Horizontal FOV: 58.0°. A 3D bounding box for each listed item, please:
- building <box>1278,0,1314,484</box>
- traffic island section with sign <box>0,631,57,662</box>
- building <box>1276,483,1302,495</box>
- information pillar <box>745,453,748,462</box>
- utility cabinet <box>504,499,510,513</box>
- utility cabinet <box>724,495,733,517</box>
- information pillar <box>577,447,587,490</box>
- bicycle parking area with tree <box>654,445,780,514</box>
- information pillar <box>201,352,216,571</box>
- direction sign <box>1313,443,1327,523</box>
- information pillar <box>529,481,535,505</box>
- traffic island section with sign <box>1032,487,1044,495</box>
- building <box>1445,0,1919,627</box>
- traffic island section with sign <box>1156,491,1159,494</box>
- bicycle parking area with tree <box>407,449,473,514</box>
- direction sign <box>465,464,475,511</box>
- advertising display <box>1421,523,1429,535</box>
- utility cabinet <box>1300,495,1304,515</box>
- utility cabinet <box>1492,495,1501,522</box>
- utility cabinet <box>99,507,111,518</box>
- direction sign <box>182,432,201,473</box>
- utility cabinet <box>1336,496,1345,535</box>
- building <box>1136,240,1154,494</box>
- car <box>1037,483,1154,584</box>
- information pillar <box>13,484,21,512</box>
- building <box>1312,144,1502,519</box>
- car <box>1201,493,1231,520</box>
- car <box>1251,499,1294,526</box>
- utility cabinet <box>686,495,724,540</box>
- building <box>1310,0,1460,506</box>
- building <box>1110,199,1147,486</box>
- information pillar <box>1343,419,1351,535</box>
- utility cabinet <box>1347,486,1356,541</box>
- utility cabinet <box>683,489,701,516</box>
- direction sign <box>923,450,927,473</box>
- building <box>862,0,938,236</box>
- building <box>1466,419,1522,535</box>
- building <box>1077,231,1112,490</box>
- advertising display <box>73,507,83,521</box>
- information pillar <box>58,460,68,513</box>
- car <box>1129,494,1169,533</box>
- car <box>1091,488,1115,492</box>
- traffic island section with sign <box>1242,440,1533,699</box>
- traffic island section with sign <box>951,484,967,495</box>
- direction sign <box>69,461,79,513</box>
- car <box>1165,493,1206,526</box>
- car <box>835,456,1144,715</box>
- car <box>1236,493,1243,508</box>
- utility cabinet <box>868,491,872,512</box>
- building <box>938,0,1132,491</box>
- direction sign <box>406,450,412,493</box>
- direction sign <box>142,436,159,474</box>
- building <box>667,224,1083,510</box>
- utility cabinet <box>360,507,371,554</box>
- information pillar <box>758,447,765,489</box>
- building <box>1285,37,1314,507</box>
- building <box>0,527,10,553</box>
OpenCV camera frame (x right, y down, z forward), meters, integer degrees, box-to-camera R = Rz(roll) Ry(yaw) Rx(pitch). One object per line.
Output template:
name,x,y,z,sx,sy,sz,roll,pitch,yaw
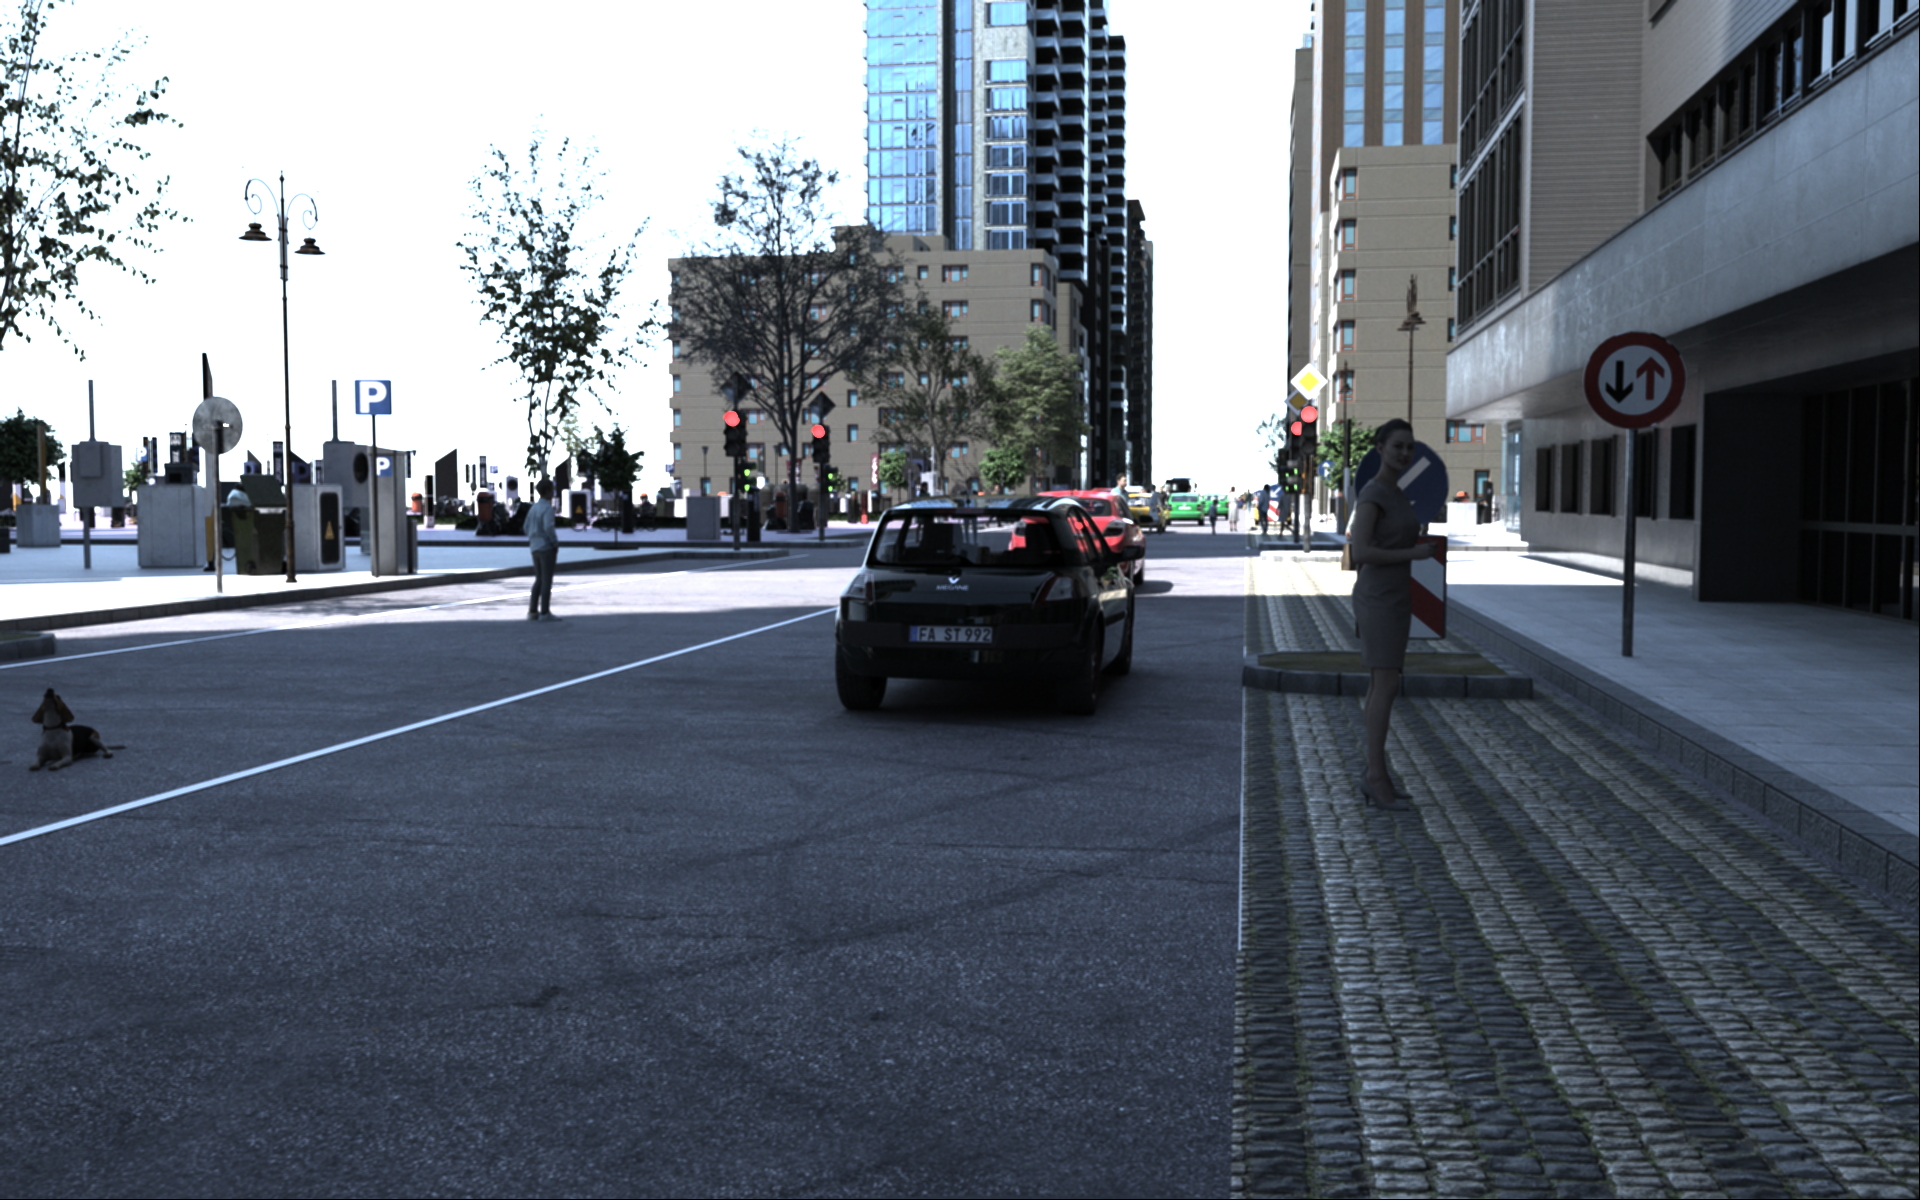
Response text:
building,54.877,-56.332,233.702,22.319,86.520,31.000,1,4,9
traffic island section with sign,-9.147,-0.398,15.127,1.989,1.847,2.006,1,4,9
building,64.330,-34.838,261.485,32.217,40.220,23.993,1,4,9
information pillar,-12.119,-6.545,98.360,0.183,3.616,0.504,0,4,-3
utility cabinet,-29.500,-6.368,112.798,0.318,1.500,1.173,-1,4,-18
utility cabinet,-12.441,-5.052,93.761,1.020,1.237,0.306,0,4,-7
information pillar,-18.934,-5.841,86.850,0.504,3.616,0.183,1,4,16
bicycle parking area with tree,-13.188,-7.103,103.130,8.231,4.147,9.016,3,5,42
information pillar,-12.499,-2.293,28.853,0.183,3.616,0.504,-1,4,-12
direction sign,16.096,-5.200,77.023,0.876,3.537,0.379,-1,4,-13
information pillar,-24.042,-5.680,97.366,0.304,2.012,0.304,0,4,-5
traffic island section with sign,4.354,-5.378,96.566,1.989,1.847,2.006,1,4,9
building,14.575,-12.263,19.575,14.314,24.678,30.058,1,4,9
traffic island section with sign,26.040,-13.385,227.475,1.989,1.847,2.006,1,4,9
bicycle parking area with tree,-36.406,-7.730,113.387,9.016,4.147,8.231,-1,4,-23
direction sign,-36.302,-8.354,128.587,0.876,3.537,0.379,-3,4,-37
advertising display,8.751,-1.677,32.629,0.123,1.923,0.974,1,4,12
utility cabinet,20.960,-5.802,106.028,1.020,1.237,0.306,1,4,14
utility cabinet,25.031,-4.247,80.599,1.020,1.237,0.306,-3,5,-40
utility cabinet,-46.632,-5.097,94.496,0.306,1.237,1.020,0,4,-5
direction sign,-28.268,-4.380,63.609,0.379,3.537,0.876,2,4,28
utility cabinet,12.123,-2.687,55.093,0.306,1.237,1.020,1,4,9
building,22.967,-35.986,271.962,14.154,41.232,14.086,1,4,9
car,1.850,-1.066,26.476,2.155,1.783,4.494,1,4,9
information pillar,-40.869,-5.127,75.179,0.183,3.616,0.504,1,4,19
building,34.841,-15.511,98.641,27.650,21.520,28.899,1,4,9
car,14.183,-5.359,96.410,1.959,1.807,4.718,0,4,8
car,14.403,-4.245,79.628,2.015,1.641,3.980,1,4,10
utility cabinet,-7.168,-2.279,48.421,1.020,1.237,0.306,2,4,32
building,35.415,-29.879,138.637,14.600,45.320,14.200,1,4,9
building,15.469,-36.498,251.364,22.147,44.769,28.867,1,4,9
information pillar,12.113,-3.842,54.177,0.183,3.616,0.504,0,4,0
utility cabinet,10.698,-2.329,46.751,0.318,1.500,1.173,1,4,21
utility cabinet,-11.162,-3.881,72.137,0.318,1.500,1.173,1,4,15
direction sign,-1.821,-6.005,90.185,0.379,3.537,0.876,0,4,7
building,2.061,-52.202,166.178,22.319,86.520,31.000,1,4,9
building,31.638,-26.508,53.014,30.456,49.044,23.786,1,4,9
building,8.972,-25.557,189.565,14.160,30.474,14.107,1,4,9
advertising display,-41.172,-4.655,81.318,0.974,1.923,0.123,0,4,5
information pillar,-60.539,-7.676,116.860,0.504,3.616,0.183,-2,4,-32
car,6.853,-3.364,65.223,2.015,1.641,3.980,1,4,9
car,8.858,-6.016,107.032,2.281,1.827,5.304,1,4,11
traffic island section with sign,3.151,-0.273,13.088,1.989,1.847,2.006,1,4,9
traffic island section with sign,-0.049,-3.752,69.971,1.989,1.847,2.006,1,4,9
direction sign,-61.362,-7.844,120.248,0.379,3.537,0.876,2,4,33
car,10.283,-4.312,79.305,1.959,1.807,4.718,0,4,8
car,0.307,-0.182,12.760,2.009,1.686,4.222,1,4,10
car,27.728,-10.042,173.774,1.945,1.707,3.694,1,4,10
utility cabinet,-6.007,-6.583,116.317,0.318,1.500,1.173,-2,4,-27
building,11.230,-55.525,220.505,22.319,86.520,31.000,1,4,9
direction sign,-28.446,-5.925,88.876,0.379,3.537,0.876,2,4,26
direction sign,-31.659,-4.636,67.798,0.379,3.537,0.876,1,4,11
building,-5.373,-17.959,138.671,27.650,21.520,28.899,1,4,9
utility cabinet,-12.336,-1.703,36.524,0.318,1.500,1.173,-3,4,-36
information pillar,-9.933,-5.833,86.727,0.504,3.616,0.183,3,5,42
building,45.113,-34.022,179.955,21.300,48.544,21.600,1,4,9
building,-33.944,-29.811,29.408,28.212,58.520,21.231,1,4,9
